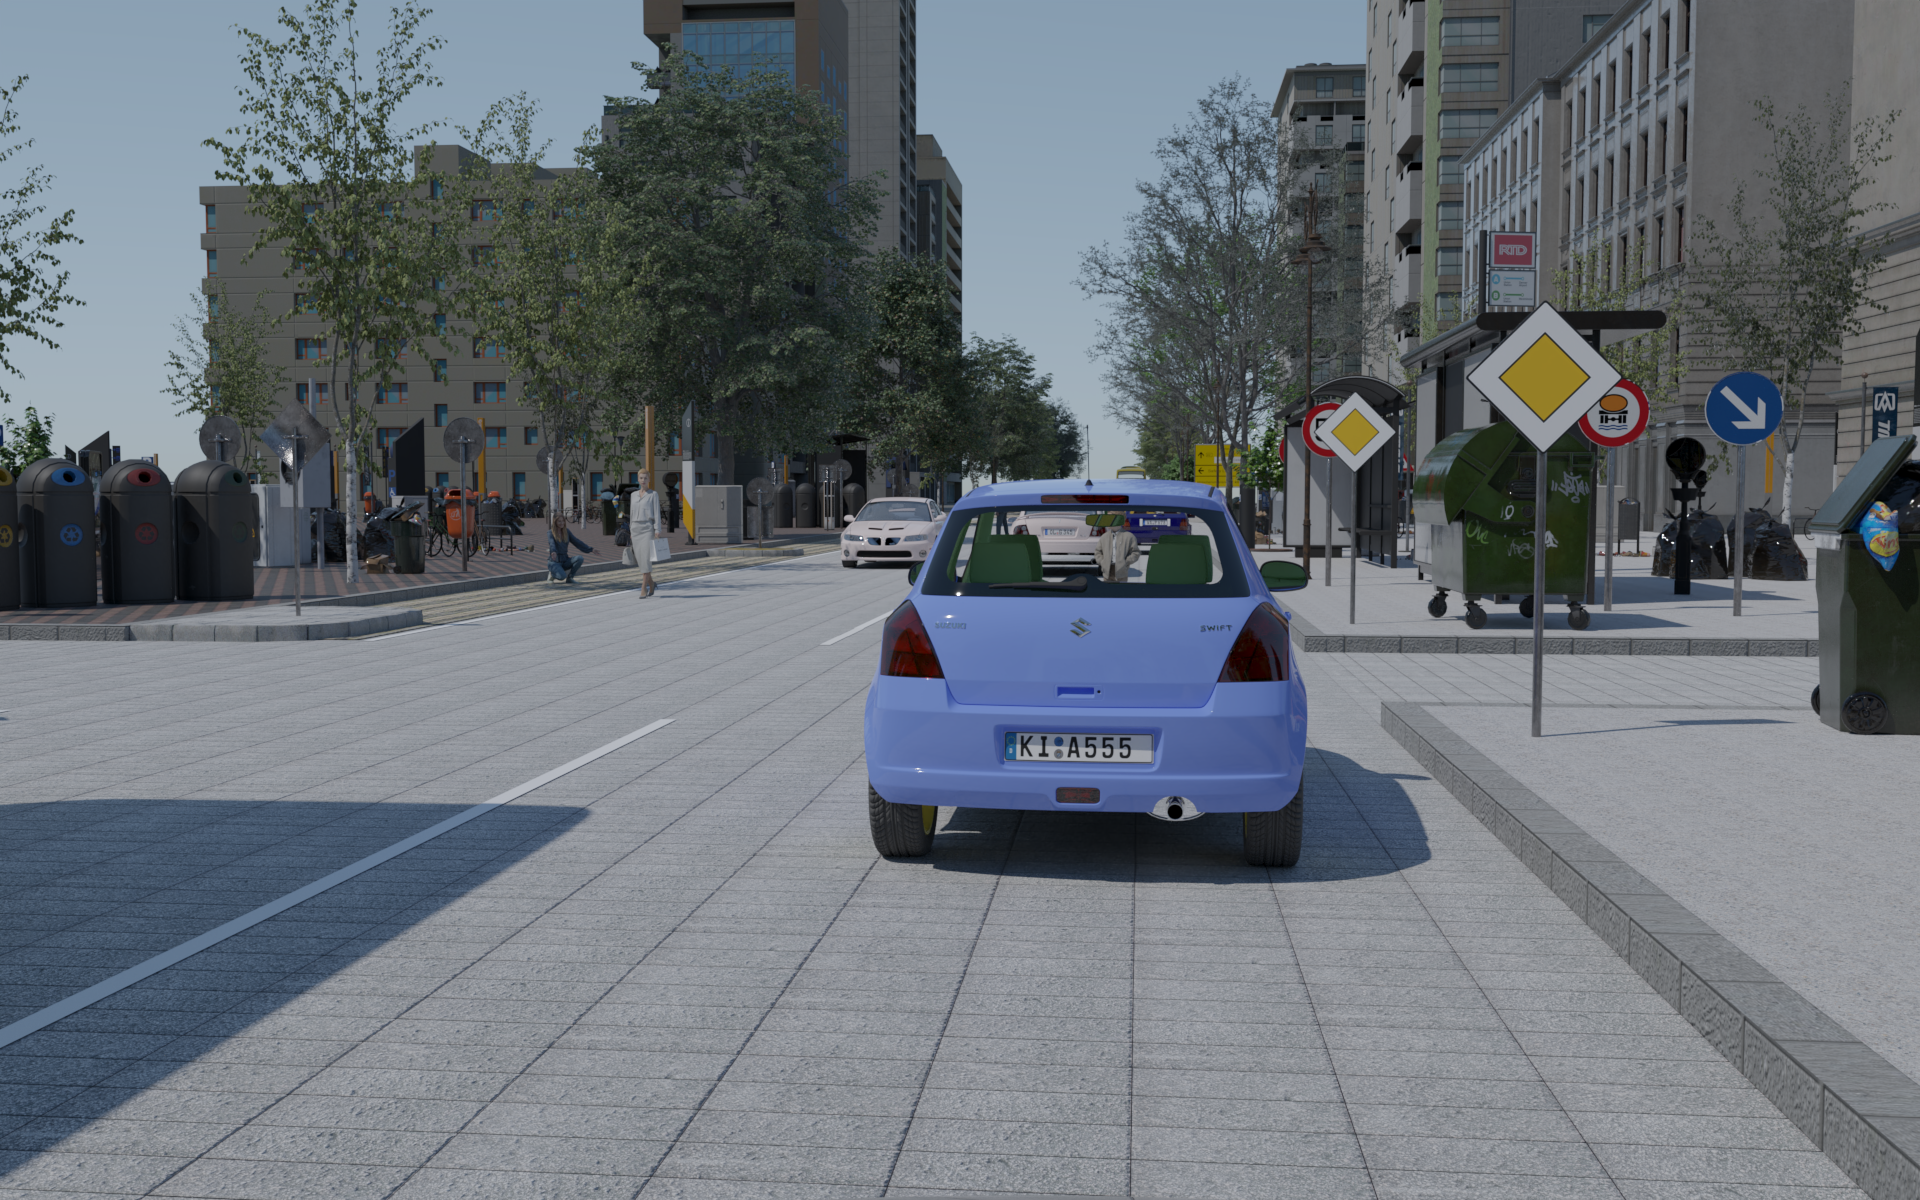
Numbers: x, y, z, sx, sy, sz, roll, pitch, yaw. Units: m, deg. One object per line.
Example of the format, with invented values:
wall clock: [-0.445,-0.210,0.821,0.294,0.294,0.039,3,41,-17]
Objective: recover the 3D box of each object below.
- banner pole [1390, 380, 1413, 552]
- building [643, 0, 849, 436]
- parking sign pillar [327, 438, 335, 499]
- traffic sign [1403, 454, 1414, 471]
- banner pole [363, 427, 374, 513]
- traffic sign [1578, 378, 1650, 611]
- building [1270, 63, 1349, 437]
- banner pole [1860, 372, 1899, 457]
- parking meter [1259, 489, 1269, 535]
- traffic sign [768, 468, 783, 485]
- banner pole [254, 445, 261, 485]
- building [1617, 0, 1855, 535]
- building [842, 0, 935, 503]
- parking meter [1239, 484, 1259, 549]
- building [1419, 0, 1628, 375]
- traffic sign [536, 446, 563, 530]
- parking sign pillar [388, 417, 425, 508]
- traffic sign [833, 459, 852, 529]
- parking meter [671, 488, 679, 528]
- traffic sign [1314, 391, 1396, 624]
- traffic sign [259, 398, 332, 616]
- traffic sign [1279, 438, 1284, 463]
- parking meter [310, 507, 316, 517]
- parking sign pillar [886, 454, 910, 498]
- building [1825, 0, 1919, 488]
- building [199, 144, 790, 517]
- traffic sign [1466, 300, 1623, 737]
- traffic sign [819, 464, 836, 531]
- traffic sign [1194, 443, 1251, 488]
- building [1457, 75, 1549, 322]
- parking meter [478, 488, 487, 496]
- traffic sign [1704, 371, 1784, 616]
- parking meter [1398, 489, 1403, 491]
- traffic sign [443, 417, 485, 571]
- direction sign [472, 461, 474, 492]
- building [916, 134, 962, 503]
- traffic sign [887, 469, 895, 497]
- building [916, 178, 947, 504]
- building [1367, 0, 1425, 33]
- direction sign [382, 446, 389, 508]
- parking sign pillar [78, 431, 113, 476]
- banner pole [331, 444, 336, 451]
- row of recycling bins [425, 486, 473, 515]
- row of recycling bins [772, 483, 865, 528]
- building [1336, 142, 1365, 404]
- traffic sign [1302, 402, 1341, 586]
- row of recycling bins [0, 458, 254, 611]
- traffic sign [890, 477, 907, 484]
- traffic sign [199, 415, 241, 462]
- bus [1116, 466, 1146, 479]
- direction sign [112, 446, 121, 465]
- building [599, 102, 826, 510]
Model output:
banner pole: [9.785,-2.959,38.400,0.401,3.779,0.863,-2,4,-28]
building: [-17.324,-30.313,145.724,14.600,45.320,14.200,0,4,6]
parking sign pillar: [-28.528,-5.419,77.080,1.447,3.967,1.447,1,4,11]
traffic sign: [10.055,-2.454,40.134,0.884,2.594,0.081,1,4,13]
banner pole: [-21.909,-4.538,64.206,0.401,3.779,0.863,0,4,7]
traffic sign: [7.091,-1.148,18.884,0.768,2.556,0.104,0,4,8]
building: [52.778,-37.929,209.377,28.713,52.752,27.495,0,4,6]
banner pole: [18.819,-2.790,35.641,0.863,3.779,0.401,1,4,20]
parking meter: [9.504,-2.796,54.118,0.372,1.533,0.369,0,3,0]
traffic sign: [-7.183,-3.991,67.384,0.606,2.300,0.079,0,4,7]
banner pole: [-35.838,-6.020,88.445,0.401,3.779,0.863,-3,5,-40]
building: [28.445,-13.060,62.685,9.793,20.994,18.267,0,4,6]
building: [-13.580,-46.690,201.634,20.563,71.187,20.611,0,4,6]
parking meter: [6.650,-1.937,40.083,0.372,1.533,0.369,0,3,0]
building: [34.473,-25.630,102.642,14.154,41.232,14.086,0,4,6]
traffic sign: [-10.804,-2.782,45.598,0.768,2.556,0.104,1,4,11]
parking sign pillar: [-19.319,-4.403,60.460,1.447,3.967,1.447,2,4,31]
traffic sign: [-4.366,-3.892,63.737,0.768,2.556,0.104,0,4,7]
parking meter: [-10.795,-3.486,65.414,0.372,1.533,0.369,0,3,0]
traffic sign: [3.869,-0.819,17.030,0.795,2.450,0.064,0,4,6]
traffic sign: [-6.964,-0.889,18.175,0.795,2.450,0.064,0,4,6]
traffic sign: [6.872,-2.151,35.281,0.768,2.556,0.104,1,4,13]
parking meter: [-17.739,-2.382,47.349,0.372,1.533,0.369,0,3,0]
parking sign pillar: [-3.279,-6.282,91.188,1.447,3.967,1.447,2,4,35]
building: [37.826,-13.134,33.821,34.723,24.649,14.460,0,4,6]
building: [-27.407,-16.234,110.462,27.650,21.520,28.899,0,4,6]
traffic sign: [3.042,-0.333,9.088,0.795,2.450,0.064,0,4,6]
traffic sign: [-4.570,-3.525,59.764,0.606,2.300,0.079,1,4,9]
traffic sign: [10.593,-4.651,69.919,2.265,3.308,0.079,1,4,11]
building: [29.746,-14.173,80.881,9.793,20.994,18.267,0,4,6]
parking meter: [-19.639,-3.844,71.262,0.372,1.533,0.369,0,3,0]
traffic sign: [8.161,-1.101,18.110,0.768,2.556,0.104,1,4,12]
parking meter: [21.401,-4.615,83.864,0.372,1.533,0.369,0,3,0]
traffic sign: [-8.227,-1.748,28.693,0.768,2.556,0.104,1,4,15]
direction sign: [-23.266,-5.553,82.790,0.379,3.537,0.876,-1,4,-13]
building: [-11.350,-37.536,237.408,21.300,48.544,21.600,0,4,6]
traffic sign: [-3.293,-5.268,86.236,0.768,2.556,0.104,1,4,14]
building: [-9.417,-32.779,219.525,14.154,41.232,14.086,0,4,6]
building: [43.849,-32.596,122.181,28.713,52.752,27.495,0,4,6]
direction sign: [-27.299,-5.528,82.388,0.379,3.537,0.876,0,4,0]
parking sign pillar: [-36.778,-5.215,73.744,1.447,3.967,1.447,0,4,-2]
banner pole: [-31.714,-5.952,87.330,0.863,3.779,0.401,0,4,-3]
row of recycling bins: [-25.650,-4.854,86.481,3.534,1.692,1.069,2,4,32]
row of recycling bins: [-5.383,-3.591,65.818,3.534,1.692,1.069,-1,4,-8]
building: [38.310,-22.790,144.310,14.160,30.474,14.107,0,4,6]
traffic sign: [5.123,-1.463,24.023,0.768,2.556,0.104,1,4,16]
row of recycling bins: [-10.036,-0.796,20.122,1.069,1.692,3.534,3,5,41]
traffic sign: [-3.146,-5.438,88.911,0.884,2.594,0.081,1,4,10]
traffic sign: [-11.963,-1.705,27.990,0.768,2.556,0.104,1,4,13]
bus: [14.924,-9.767,151.243,2.896,3.916,12.252,0,4,5]
direction sign: [-39.586,-5.430,80.773,0.876,3.537,0.379,-1,4,-13]
building: [-18.313,-22.001,131.425,14.160,30.474,14.107,0,4,6]
